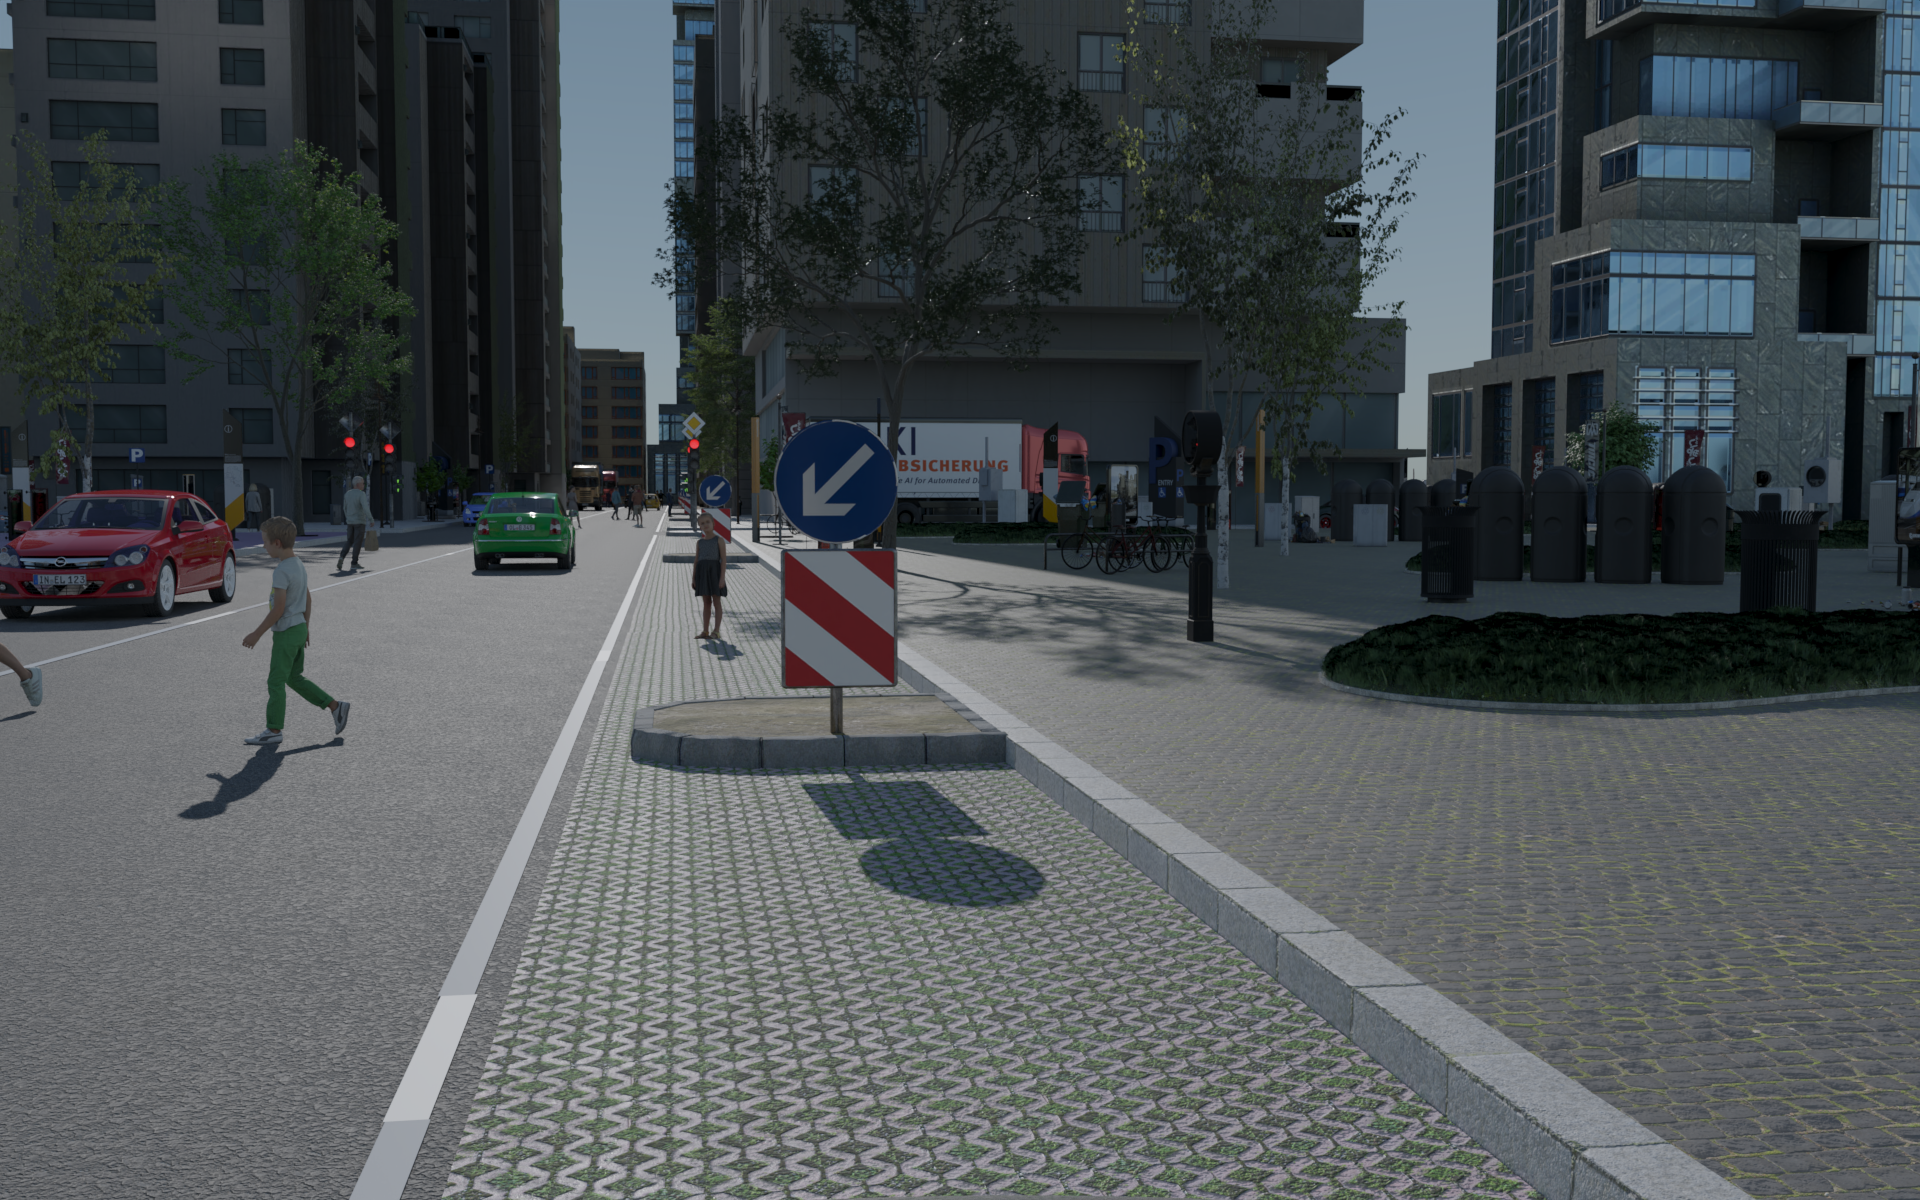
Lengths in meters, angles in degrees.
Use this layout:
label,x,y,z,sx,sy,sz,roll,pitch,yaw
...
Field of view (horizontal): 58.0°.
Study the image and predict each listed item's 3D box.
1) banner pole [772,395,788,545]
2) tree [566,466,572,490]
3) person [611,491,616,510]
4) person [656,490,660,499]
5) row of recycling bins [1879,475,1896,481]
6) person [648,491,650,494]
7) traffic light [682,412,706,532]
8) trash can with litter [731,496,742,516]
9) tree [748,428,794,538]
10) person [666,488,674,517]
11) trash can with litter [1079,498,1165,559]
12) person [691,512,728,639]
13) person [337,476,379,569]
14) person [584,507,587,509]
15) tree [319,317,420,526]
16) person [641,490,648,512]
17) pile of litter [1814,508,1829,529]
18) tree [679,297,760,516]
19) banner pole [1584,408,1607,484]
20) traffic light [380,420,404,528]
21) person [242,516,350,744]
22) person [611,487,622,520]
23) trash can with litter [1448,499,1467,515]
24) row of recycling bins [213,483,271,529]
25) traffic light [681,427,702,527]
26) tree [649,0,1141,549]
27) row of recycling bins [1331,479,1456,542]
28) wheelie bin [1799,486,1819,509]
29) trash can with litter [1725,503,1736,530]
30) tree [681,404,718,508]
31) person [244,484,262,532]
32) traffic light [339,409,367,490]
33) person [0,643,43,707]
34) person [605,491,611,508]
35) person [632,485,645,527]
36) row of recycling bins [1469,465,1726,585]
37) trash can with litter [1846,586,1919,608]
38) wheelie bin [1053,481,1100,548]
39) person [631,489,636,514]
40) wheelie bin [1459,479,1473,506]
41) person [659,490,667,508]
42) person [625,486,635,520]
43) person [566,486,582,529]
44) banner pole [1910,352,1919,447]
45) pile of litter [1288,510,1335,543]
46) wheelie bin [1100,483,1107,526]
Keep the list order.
label,x,y,z,sx,sy,sz,roll,pitch,yaw
banner pole,-4.446,-3.270,43.481,0.401,3.779,0.863,-2,4,-26
tree,-42.343,-12.242,183.869,4.285,4.588,4.351,0,3,0
person,-31.579,-9.085,157.777,0.721,1.736,1.217,0,4,7
person,-29.737,-9.876,170.074,0.705,1.812,1.348,-2,4,-29
row of recycling bins,21.253,-1.801,36.562,3.534,1.692,1.069,2,4,24
person,-38.746,-12.678,215.918,0.705,1.807,1.348,-2,4,-29
traffic light,-9.082,-4.294,59.130,0.839,4.253,0.868,-1,4,-9
trash can with litter,-13.388,-5.556,102.224,1.055,1.170,0.624,1,4,13
tree,-5.499,-3.450,51.013,1.663,3.219,1.824,0,3,0
person,-18.348,-6.168,109.532,0.419,1.800,0.721,1,4,17
trash can with litter,3.177,-1.481,35.277,1.678,1.210,2.233,-1,4,-18
person,-2.462,-0.235,17.018,0.362,1.253,0.373,2,4,27
person,-11.449,-1.465,32.941,0.782,1.767,0.515,2,4,27
person,-36.861,-9.843,169.874,0.683,1.767,0.568,2,4,33
tree,-23.611,-7.250,68.907,4.360,8.622,3.978,0,3,0
person,-25.535,-8.022,140.063,0.834,1.777,0.661,0,4,4
pile of litter,31.045,-2.972,62.563,1.719,0.858,1.176,-2,4,-31
tree,-12.642,-11.100,99.608,7.486,12.596,7.792,0,3,0
banner pole,18.677,-3.720,50.835,0.401,3.779,0.863,-3,4,-39
traffic light,-21.397,-4.664,65.175,0.839,4.253,0.868,-1,4,-9
person,-3.848,0.166,10.035,0.590,1.304,0.306,-2,4,-27
person,-19.317,-5.424,97.037,0.748,1.841,0.638,-3,5,-44
trash can with litter,11.211,-1.630,38.043,1.055,1.170,0.624,-2,4,-30
row of recycling bins,-27.059,-3.553,65.203,3.534,1.692,1.069,3,5,43
traffic light,-10.387,-4.776,67.008,0.839,4.253,0.868,-1,4,-9
tree,-1.277,-5.789,29.067,8.767,10.594,7.601,0,4,4
row of recycling bins,11.922,-2.451,47.192,3.534,1.692,1.069,0,4,3
wheelie bin,31.914,-3.509,65.273,0.980,1.594,0.693,2,4,34
trash can with litter,21.328,-2.223,47.738,1.055,1.170,0.624,2,4,31
tree,-19.768,-11.387,136.538,4.737,8.622,4.395,0,3,0
person,-24.774,-3.173,60.560,0.709,1.800,0.728,1,4,9
traffic light,-20.092,-4.182,57.297,0.839,4.253,0.868,-1,4,-9
person,-6.374,-0.119,11.188,0.466,1.731,0.760,2,4,31
person,-36.555,-10.462,180.005,0.683,1.767,0.568,0,4,1
person,-14.156,-4.144,76.227,0.573,1.828,0.580,0,4,-3
row of recycling bins,9.243,-1.110,25.261,3.534,1.692,1.069,1,4,22
trash can with litter,10.786,-0.501,19.245,1.678,1.210,2.233,2,4,28
wheelie bin,2.658,-2.024,40.993,0.980,1.594,0.693,2,4,27
person,-22.867,-6.886,121.434,0.599,1.781,0.374,2,4,34
wheelie bin,11.181,-1.778,36.981,0.980,1.594,0.693,1,4,10
person,-30.464,-10.298,176.500,1.348,1.869,0.705,0,4,6
person,-18.251,-5.393,96.036,0.648,1.900,0.474,3,5,42
person,-15.974,-3.845,71.704,0.599,1.781,0.374,1,4,18
banner pole,17.003,-2.492,30.765,0.863,3.779,0.401,-3,5,-41
pile of litter,9.228,-1.945,45.761,1.176,0.858,1.719,-1,4,-9
wheelie bin,4.041,-2.430,47.631,0.980,1.594,0.693,-3,5,-41
